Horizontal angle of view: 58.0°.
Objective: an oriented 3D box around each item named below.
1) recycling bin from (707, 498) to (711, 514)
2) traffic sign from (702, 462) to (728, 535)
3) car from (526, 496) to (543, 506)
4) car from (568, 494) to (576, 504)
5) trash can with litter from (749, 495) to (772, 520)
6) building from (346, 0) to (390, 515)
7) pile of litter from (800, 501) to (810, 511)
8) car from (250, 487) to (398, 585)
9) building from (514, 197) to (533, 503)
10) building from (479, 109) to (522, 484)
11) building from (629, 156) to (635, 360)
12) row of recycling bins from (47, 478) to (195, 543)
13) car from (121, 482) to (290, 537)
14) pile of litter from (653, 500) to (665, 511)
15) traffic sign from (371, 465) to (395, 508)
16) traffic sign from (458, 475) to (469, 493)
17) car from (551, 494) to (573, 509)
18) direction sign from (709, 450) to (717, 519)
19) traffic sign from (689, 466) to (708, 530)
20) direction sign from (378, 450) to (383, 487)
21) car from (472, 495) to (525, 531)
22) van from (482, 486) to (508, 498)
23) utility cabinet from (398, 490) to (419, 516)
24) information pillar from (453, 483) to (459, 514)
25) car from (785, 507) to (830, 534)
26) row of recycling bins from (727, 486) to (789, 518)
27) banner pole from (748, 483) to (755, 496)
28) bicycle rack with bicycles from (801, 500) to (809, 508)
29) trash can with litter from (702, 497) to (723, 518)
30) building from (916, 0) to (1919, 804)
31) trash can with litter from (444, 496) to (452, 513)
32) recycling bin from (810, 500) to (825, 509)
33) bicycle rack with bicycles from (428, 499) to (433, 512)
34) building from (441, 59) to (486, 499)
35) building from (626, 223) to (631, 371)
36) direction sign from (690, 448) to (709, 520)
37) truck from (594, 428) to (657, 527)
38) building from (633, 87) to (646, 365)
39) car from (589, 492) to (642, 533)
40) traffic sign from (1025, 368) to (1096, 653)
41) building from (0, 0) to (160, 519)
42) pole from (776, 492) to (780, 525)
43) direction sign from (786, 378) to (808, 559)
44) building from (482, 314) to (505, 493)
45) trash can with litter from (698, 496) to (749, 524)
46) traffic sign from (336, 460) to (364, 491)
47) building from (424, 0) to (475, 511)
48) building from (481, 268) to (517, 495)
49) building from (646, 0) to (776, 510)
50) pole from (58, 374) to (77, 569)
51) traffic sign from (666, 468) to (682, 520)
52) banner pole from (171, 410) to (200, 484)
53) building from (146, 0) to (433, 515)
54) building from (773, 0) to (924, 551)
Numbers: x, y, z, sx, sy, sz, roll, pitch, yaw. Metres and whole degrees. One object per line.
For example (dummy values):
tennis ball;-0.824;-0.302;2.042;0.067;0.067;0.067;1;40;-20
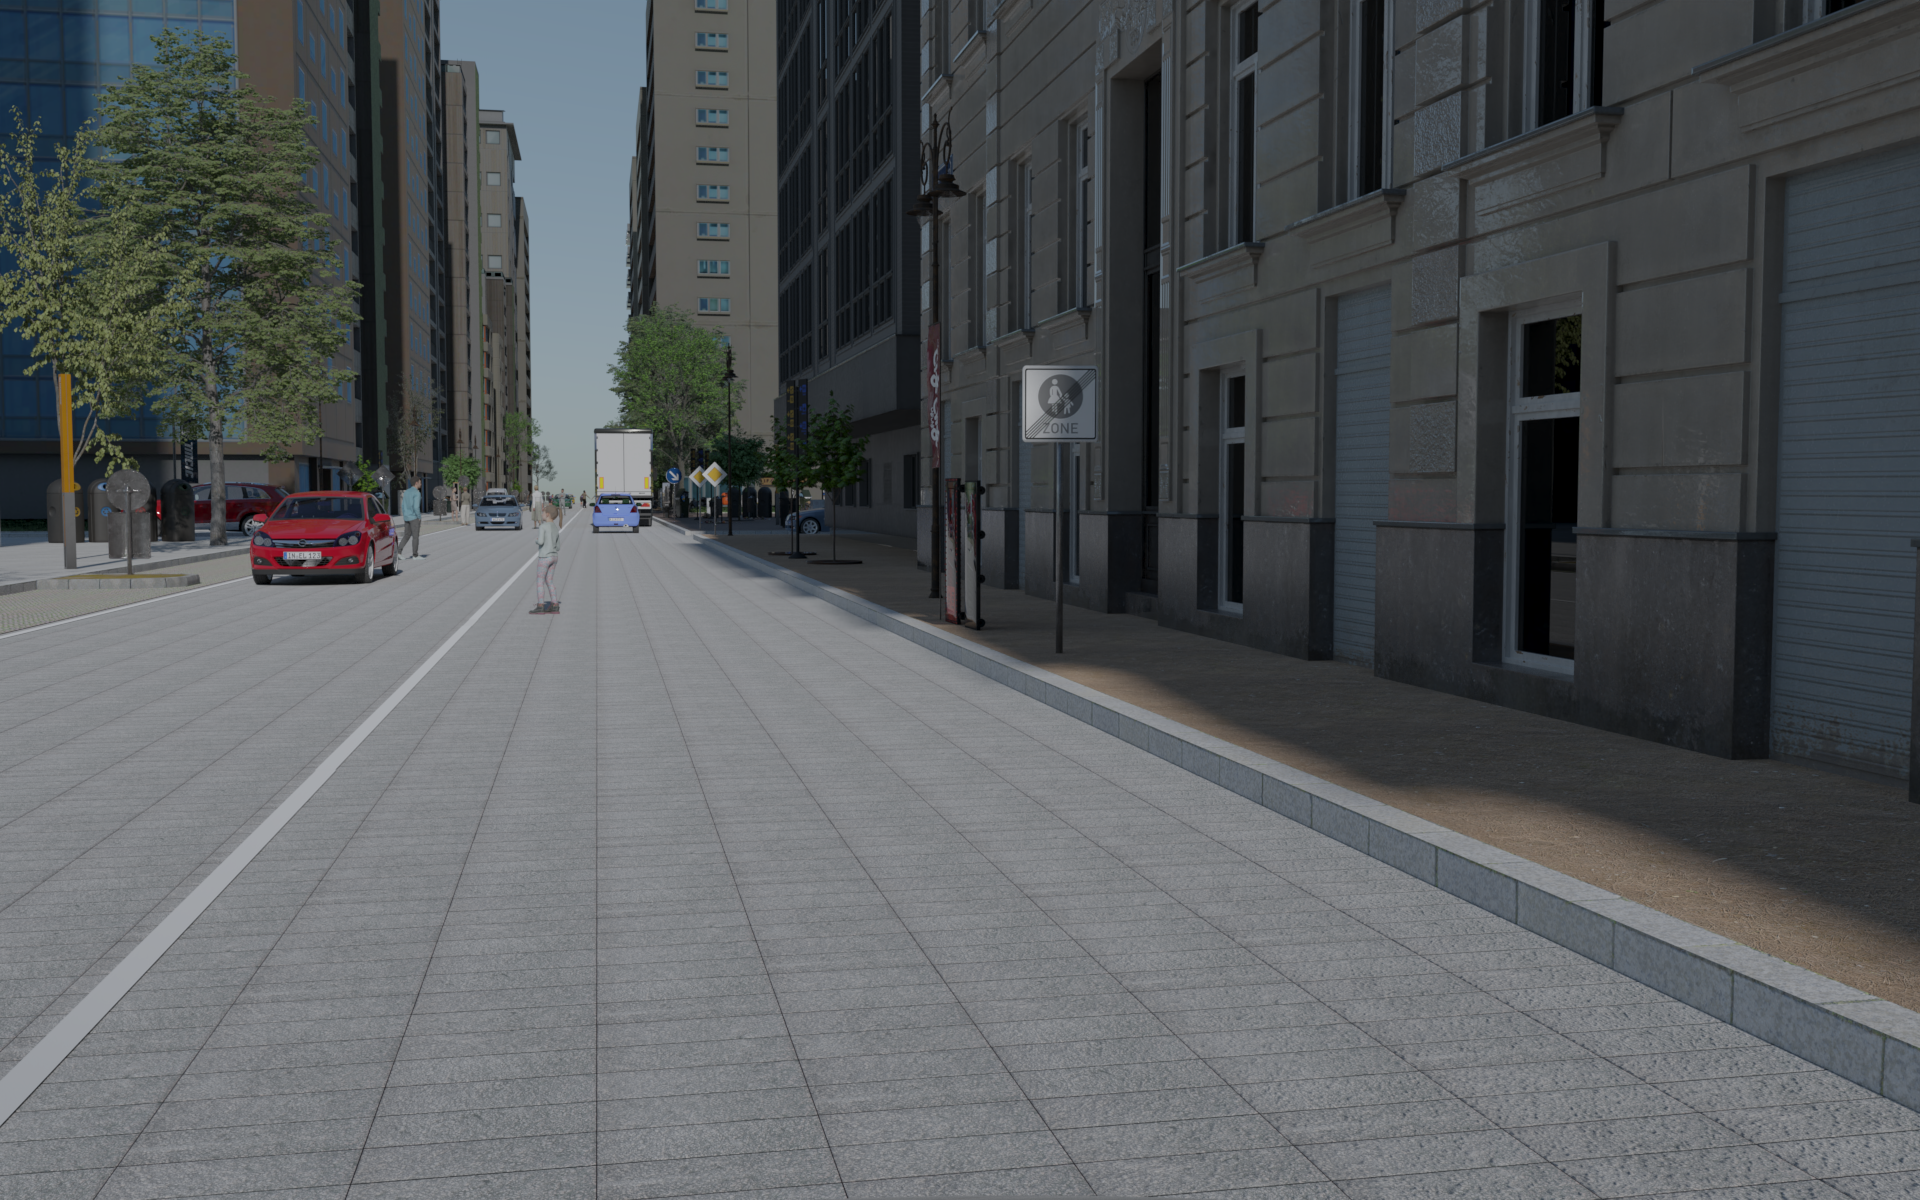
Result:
recycling bin;-15.621;-5.965;110.084;0.722;1.027;0.722;1;4;20
traffic sign;-7.595;-3.061;53.685;0.795;2.450;0.064;-1;4;-12
car;-48.790;-11.422;198.754;2.014;1.417;4.499;-1;4;-10
car;-55.464;-14.388;245.463;2.015;1.641;3.980;-1;4;-12
trash can with litter;-10.428;-4.681;87.592;1.678;1.210;2.233;-3;5;-43
building;-37.561;-19.376;88.503;14.160;30.474;14.107;-1;4;-12
pile of litter;-9.404;-5.664;106.571;1.719;0.858;1.176;2;4;30
car;-10.540;-1.213;28.878;2.155;1.783;4.494;-1;4;-10
building;-76.927;-39.195;264.533;21.300;48.544;21.600;-1;4;-12
building;-75.394;-39.737;238.946;28.713;52.752;27.495;-1;4;-12
building;-34.218;-37.580;238.140;21.300;48.544;21.600;-1;4;-12
row of recycling bins;-22.335;-2.387;46.142;3.534;1.692;1.069;-2;4;-32
car;-23.615;-2.811;54.628;5.304;1.827;2.281;-1;4;-10
pile of litter;-23.310;-7.261;132.675;1.719;0.858;1.176;1;4;14
traffic sign;-19.755;-3.406;59.325;0.795;2.450;0.064;-1;4;-12
traffic sign;-33.804;-7.210;117.988;0.768;2.556;0.104;-1;4;-10
car;-38.773;-9.601;168.775;2.131;1.459;4.920;-1;4;-11
direction sign;-12.894;-5.981;89.783;0.876;3.537;0.379;3;4;37
traffic sign;-9.234;-3.539;61.501;0.795;2.450;0.064;-1;4;-12
direction sign;-29.816;-5.943;89.168;0.379;3.537;0.876;0;4;-5
car;-18.394;-3.495;69.150;2.014;1.417;4.499;-1;4;-13
van;-32.908;-7.095;123.009;2.013;2.044;4.112;-1;4;-12
utility cabinet;-32.549;-5.721;102.210;1.173;1.500;0.318;-1;4;-22
information pillar;-32.131;-6.477;110.385;0.304;2.012;0.304;-2;4;-26
car;-3.751;-2.904;59.477;4.499;1.417;2.014;-1;4;-11
row of recycling bins;-11.011;-5.342;94.456;3.534;1.692;1.069;1;4;12
banner pole;-11.038;-6.202;91.428;0.401;3.779;0.863;2;4;28
bicycle rack with bicycles;-9.353;-6.126;113.545;2.852;0.926;2.925;0;4;-3
trash can with litter;-13.088;-4.892;91.370;0.624;1.170;1.055;3;4;37
building;7.271;-13.502;18.029;12.463;27.353;25.104;-1;4;-12
trash can with litter;-34.902;-6.537;118.260;0.624;1.170;1.055;0;4;-7
recycling bin;-6.496;-4.117;79.866;0.722;1.027;0.722;-1;4;-15
bicycle rack with bicycles;-37.247;-6.667;122.392;2.925;0.926;2.852;-3;5;-42
building;-51.148;-28.989;157.572;14.154;41.232;14.086;-1;4;-12
building;-42.101;-40.290;278.349;23.786;49.044;30.456;-1;4;-12
direction sign;-12.981;-5.722;85.559;0.876;3.537;0.379;3;4;36
truck;-15.306;-5.532;79.362;2.839;4.237;11.283;-1;4;-10
building;-26.115;-35.238;199.845;21.300;48.544;21.600;-1;4;-12
car;-12.802;-3.352;64.397;1.945;1.707;3.694;-1;4;-12
traffic sign;0.799;-0.719;13.891;0.606;2.300;0.079;0;4;-2
building;-31.874;-25.476;66.646;14.600;45.320;14.200;-1;4;-12
pole;-7.593;-4.783;72.051;0.158;3.312;0.155;0;3;0
direction sign;-3.226;-2.591;34.357;0.379;3.537;0.876;-2;4;-32
building;-61.895;-20.370;178.093;27.650;21.520;28.899;-1;4;-12
trash can with litter;-10.689;-3.972;75.999;1.678;1.210;2.233;-3;4;-38
traffic sign;-18.116;-2.928;51.509;0.795;2.450;0.064;-1;4;-12
building;-50.393;-42.867;139.125;20.563;71.187;20.611;-1;4;-12
building;-64.220;-27.465;220.748;14.160;30.474;14.107;-1;4;-12
building;-16.083;-32.253;151.037;21.300;48.544;21.600;-1;4;-12
pole;-15.225;-2.184;29.545;0.158;3.312;0.155;0;3;0
traffic sign;-13.890;-5.143;84.191;0.768;2.556;0.104;-1;4;-10
banner pole;-22.635;-3.699;50.490;0.863;3.779;0.401;-2;4;-29
building;-41.620;-28.115;109.793;14.600;45.320;14.200;-1;4;-12
building;3.607;-15.216;42.294;14.314;27.812;24.014;-1;4;-12
